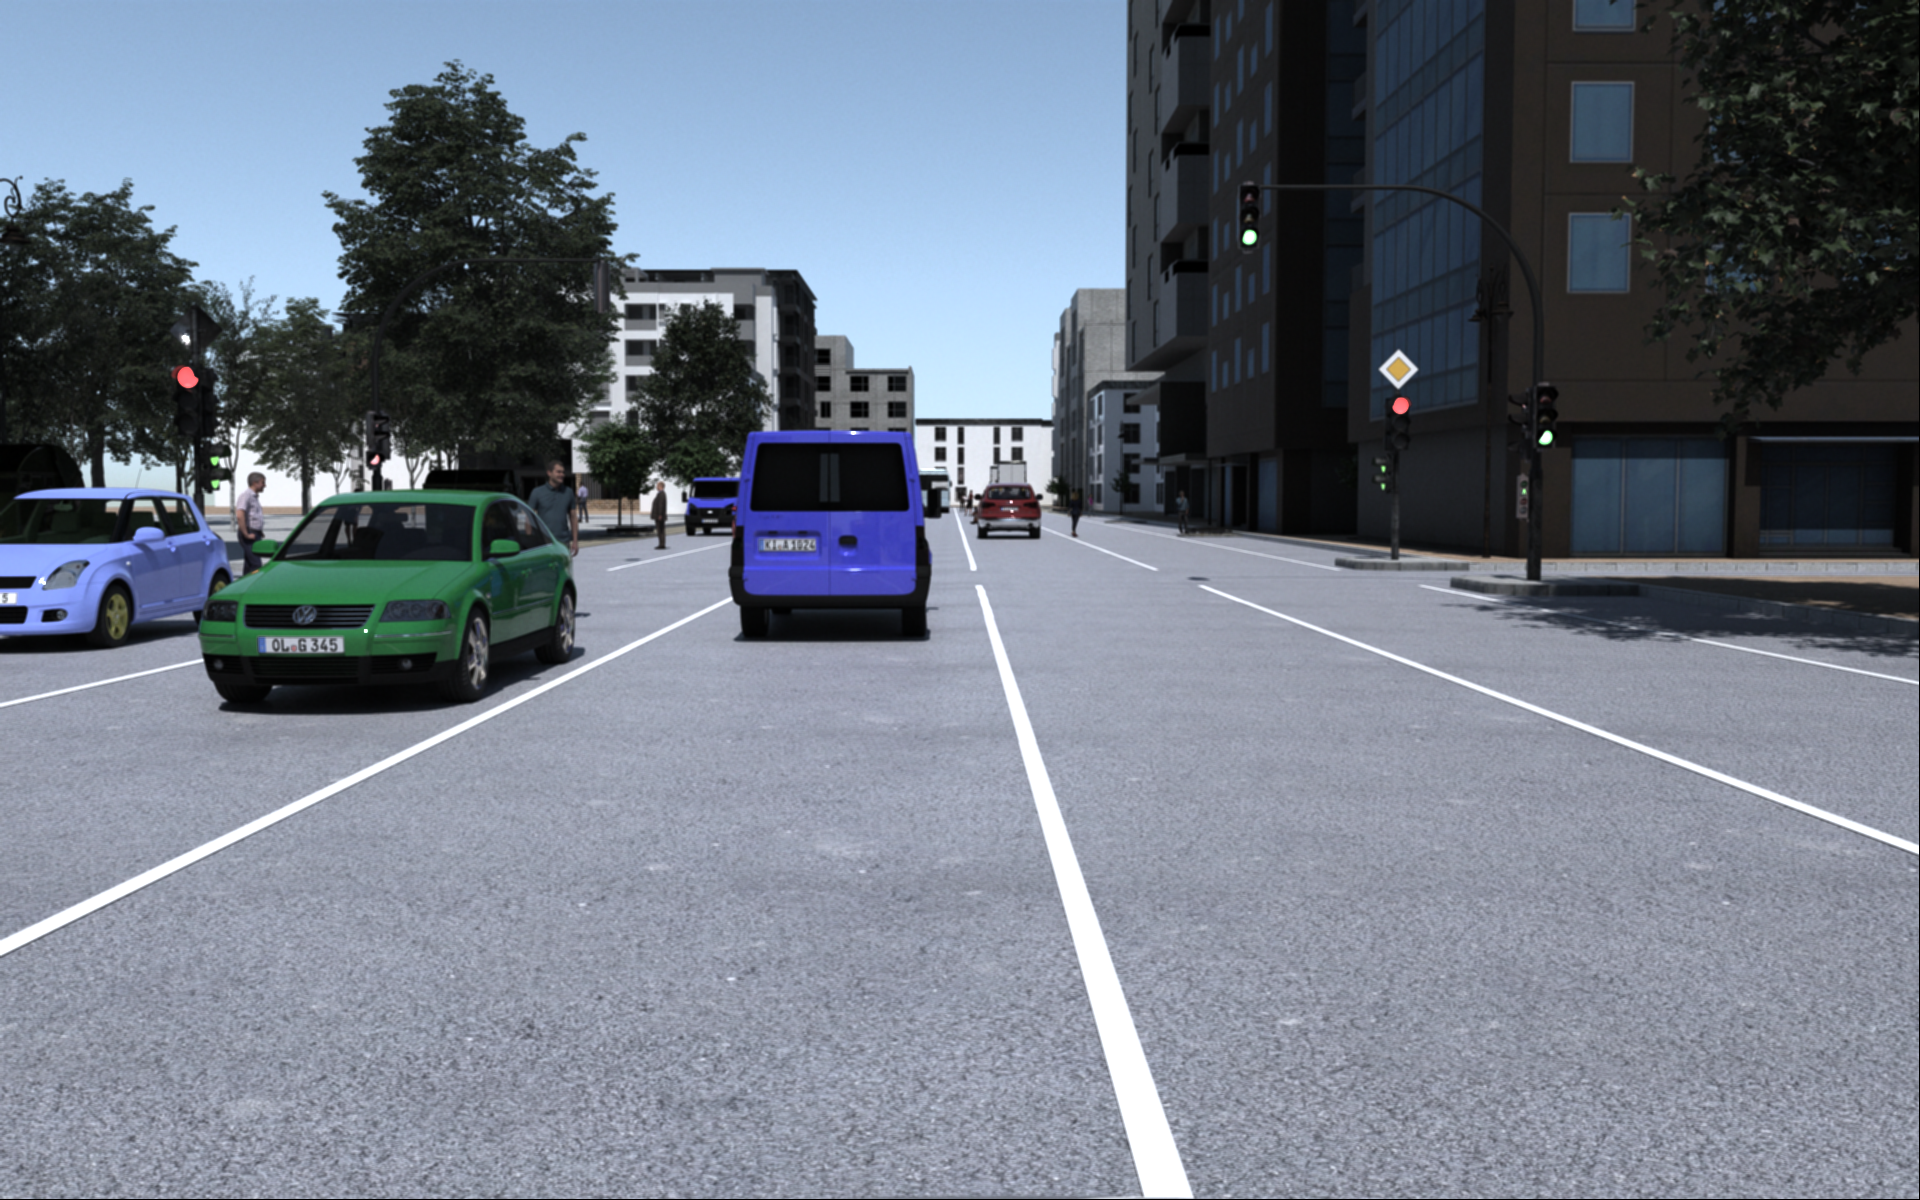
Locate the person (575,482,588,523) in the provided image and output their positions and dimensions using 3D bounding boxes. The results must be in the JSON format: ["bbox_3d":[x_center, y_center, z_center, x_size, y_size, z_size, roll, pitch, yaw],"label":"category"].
[{"bbox_3d":[-17.046,-4.398,77.826,0.599,1.838,0.709,2,4,34],"label":"person"}]

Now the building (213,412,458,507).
[{"bbox_3d":[-61.890,-14.564,180.268,28.070,9.664,9.099,0,4,0],"label":"building"}]

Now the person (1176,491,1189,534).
[{"bbox_3d":[7.924,-3.105,61.481,0.499,1.552,0.429,0,4,7],"label":"person"}]

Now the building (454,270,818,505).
[{"bbox_3d":[-31.216,-20.053,171.834,32.646,21.610,27.936,0,4,0],"label":"building"}]

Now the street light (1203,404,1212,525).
[{"bbox_3d":[10.316,-6.030,71.371,0.468,5.910,1.993,0,4,0],"label":"street light"}]

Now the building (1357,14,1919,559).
[{"bbox_3d":[17.734,-23.816,39.508,14.200,45.320,14.600,0,4,0],"label":"building"}]

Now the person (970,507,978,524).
[{"bbox_3d":[0.794,-4.016,82.449,0.859,0.850,0.655,1,4,13],"label":"person"}]

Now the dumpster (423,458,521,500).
[{"bbox_3d":[-11.198,-2.128,39.752,1.985,2.255,1.502,0,4,1],"label":"dumpster"}]

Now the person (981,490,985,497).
[{"bbox_3d":[2.035,-8.041,140.519,0.990,1.755,0.434,3,5,44],"label":"person"}]

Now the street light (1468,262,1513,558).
[{"bbox_3d":[10.571,-3.781,34.614,0.468,5.910,1.993,0,4,0],"label":"street light"}]

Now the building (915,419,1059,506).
[{"bbox_3d":[9.038,-15.612,197.395,28.070,9.664,9.099,0,4,0],"label":"building"}]

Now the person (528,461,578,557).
[{"bbox_3d":[-4.592,-0.666,19.522,0.598,1.807,0.434,-1,4,-20],"label":"person"}]

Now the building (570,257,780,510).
[{"bbox_3d":[-22.886,-17.520,142.872,16.016,20.091,11.380,0,4,0],"label":"building"}]

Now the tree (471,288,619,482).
[{"bbox_3d":[-20.966,-9.885,87.370,9.928,11.665,9.643,0,3,0],"label":"tree"}]

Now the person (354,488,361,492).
[{"bbox_3d":[-14.592,-1.982,41.681,0.421,1.427,0.697,-3,5,-44],"label":"person"}]

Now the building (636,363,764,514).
[{"bbox_3d":[-18.436,-11.071,123.165,9.099,9.664,28.070,0,4,0],"label":"building"}]

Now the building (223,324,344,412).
[{"bbox_3d":[-76.675,-20.991,199.628,11.380,20.091,16.016,0,4,0],"label":"building"}]

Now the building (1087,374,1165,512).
[{"bbox_3d":[15.059,-11.380,128.209,9.099,9.664,28.070,0,4,0],"label":"building"}]

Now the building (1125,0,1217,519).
[{"bbox_3d":[23.425,-30.658,90.505,28.713,52.752,27.495,0,4,0],"label":"building"}]

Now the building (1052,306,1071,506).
[{"bbox_3d":[17.648,-19.734,179.075,16.016,20.091,11.380,0,4,0],"label":"building"}]

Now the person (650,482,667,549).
[{"bbox_3d":[-7.843,-2.205,45.109,0.434,1.755,0.990,-1,4,-8],"label":"person"}]

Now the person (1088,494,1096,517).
[{"bbox_3d":[8.237,-5.842,107.255,0.776,1.435,0.726,3,4,37],"label":"person"}]

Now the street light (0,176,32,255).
[{"bbox_3d":[-13.259,-3.112,23.668,0.468,5.910,1.993,0,4,0],"label":"street light"}]

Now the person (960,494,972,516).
[{"bbox_3d":[0.383,-6.194,112.967,0.799,1.438,0.628,0,4,-5],"label":"person"}]

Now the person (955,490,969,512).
[{"bbox_3d":[0.188,-7.952,139.225,1.217,1.735,0.721,0,4,-4],"label":"person"}]

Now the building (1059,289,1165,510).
[{"bbox_3d":[18.441,-17.811,157.669,16.747,18.905,31.486,0,4,0],"label":"building"}]

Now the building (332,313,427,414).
[{"bbox_3d":[-54.415,-22.137,205.910,32.646,21.610,27.936,0,4,0],"label":"building"}]

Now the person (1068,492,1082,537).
[{"bbox_3d":[3.867,-2.877,58.084,0.480,1.512,0.613,0,4,0],"label":"person"}]

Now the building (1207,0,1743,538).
[{"bbox_3d":[16.643,-25.060,59.834,14.600,45.320,14.200,0,4,0],"label":"building"}]

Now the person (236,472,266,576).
[{"bbox_3d":[-8.990,-0.776,22.119,0.436,1.711,0.756,0,4,0],"label":"person"}]

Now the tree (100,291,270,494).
[{"bbox_3d":[-38.855,-9.821,86.328,9.928,11.665,9.643,0,3,0],"label":"tree"}]

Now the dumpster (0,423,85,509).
[{"bbox_3d":[-11.077,-0.883,19.381,1.985,2.255,1.502,0,4,1],"label":"dumpster"}]

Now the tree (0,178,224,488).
[{"bbox_3d":[-34.509,-9.915,68.773,9.857,13.997,8.962,0,3,0],"label":"tree"}]

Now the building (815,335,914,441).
[{"bbox_3d":[-21.217,-20.490,201.470,31.486,18.905,16.747,0,4,0],"label":"building"}]

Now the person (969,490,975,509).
[{"bbox_3d":[1.123,-9.796,168.608,0.705,1.831,1.348,-2,4,-24],"label":"person"}]

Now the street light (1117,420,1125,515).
[{"bbox_3d":[10.107,-8.297,108.439,0.468,5.910,1.993,0,4,0],"label":"street light"}]
